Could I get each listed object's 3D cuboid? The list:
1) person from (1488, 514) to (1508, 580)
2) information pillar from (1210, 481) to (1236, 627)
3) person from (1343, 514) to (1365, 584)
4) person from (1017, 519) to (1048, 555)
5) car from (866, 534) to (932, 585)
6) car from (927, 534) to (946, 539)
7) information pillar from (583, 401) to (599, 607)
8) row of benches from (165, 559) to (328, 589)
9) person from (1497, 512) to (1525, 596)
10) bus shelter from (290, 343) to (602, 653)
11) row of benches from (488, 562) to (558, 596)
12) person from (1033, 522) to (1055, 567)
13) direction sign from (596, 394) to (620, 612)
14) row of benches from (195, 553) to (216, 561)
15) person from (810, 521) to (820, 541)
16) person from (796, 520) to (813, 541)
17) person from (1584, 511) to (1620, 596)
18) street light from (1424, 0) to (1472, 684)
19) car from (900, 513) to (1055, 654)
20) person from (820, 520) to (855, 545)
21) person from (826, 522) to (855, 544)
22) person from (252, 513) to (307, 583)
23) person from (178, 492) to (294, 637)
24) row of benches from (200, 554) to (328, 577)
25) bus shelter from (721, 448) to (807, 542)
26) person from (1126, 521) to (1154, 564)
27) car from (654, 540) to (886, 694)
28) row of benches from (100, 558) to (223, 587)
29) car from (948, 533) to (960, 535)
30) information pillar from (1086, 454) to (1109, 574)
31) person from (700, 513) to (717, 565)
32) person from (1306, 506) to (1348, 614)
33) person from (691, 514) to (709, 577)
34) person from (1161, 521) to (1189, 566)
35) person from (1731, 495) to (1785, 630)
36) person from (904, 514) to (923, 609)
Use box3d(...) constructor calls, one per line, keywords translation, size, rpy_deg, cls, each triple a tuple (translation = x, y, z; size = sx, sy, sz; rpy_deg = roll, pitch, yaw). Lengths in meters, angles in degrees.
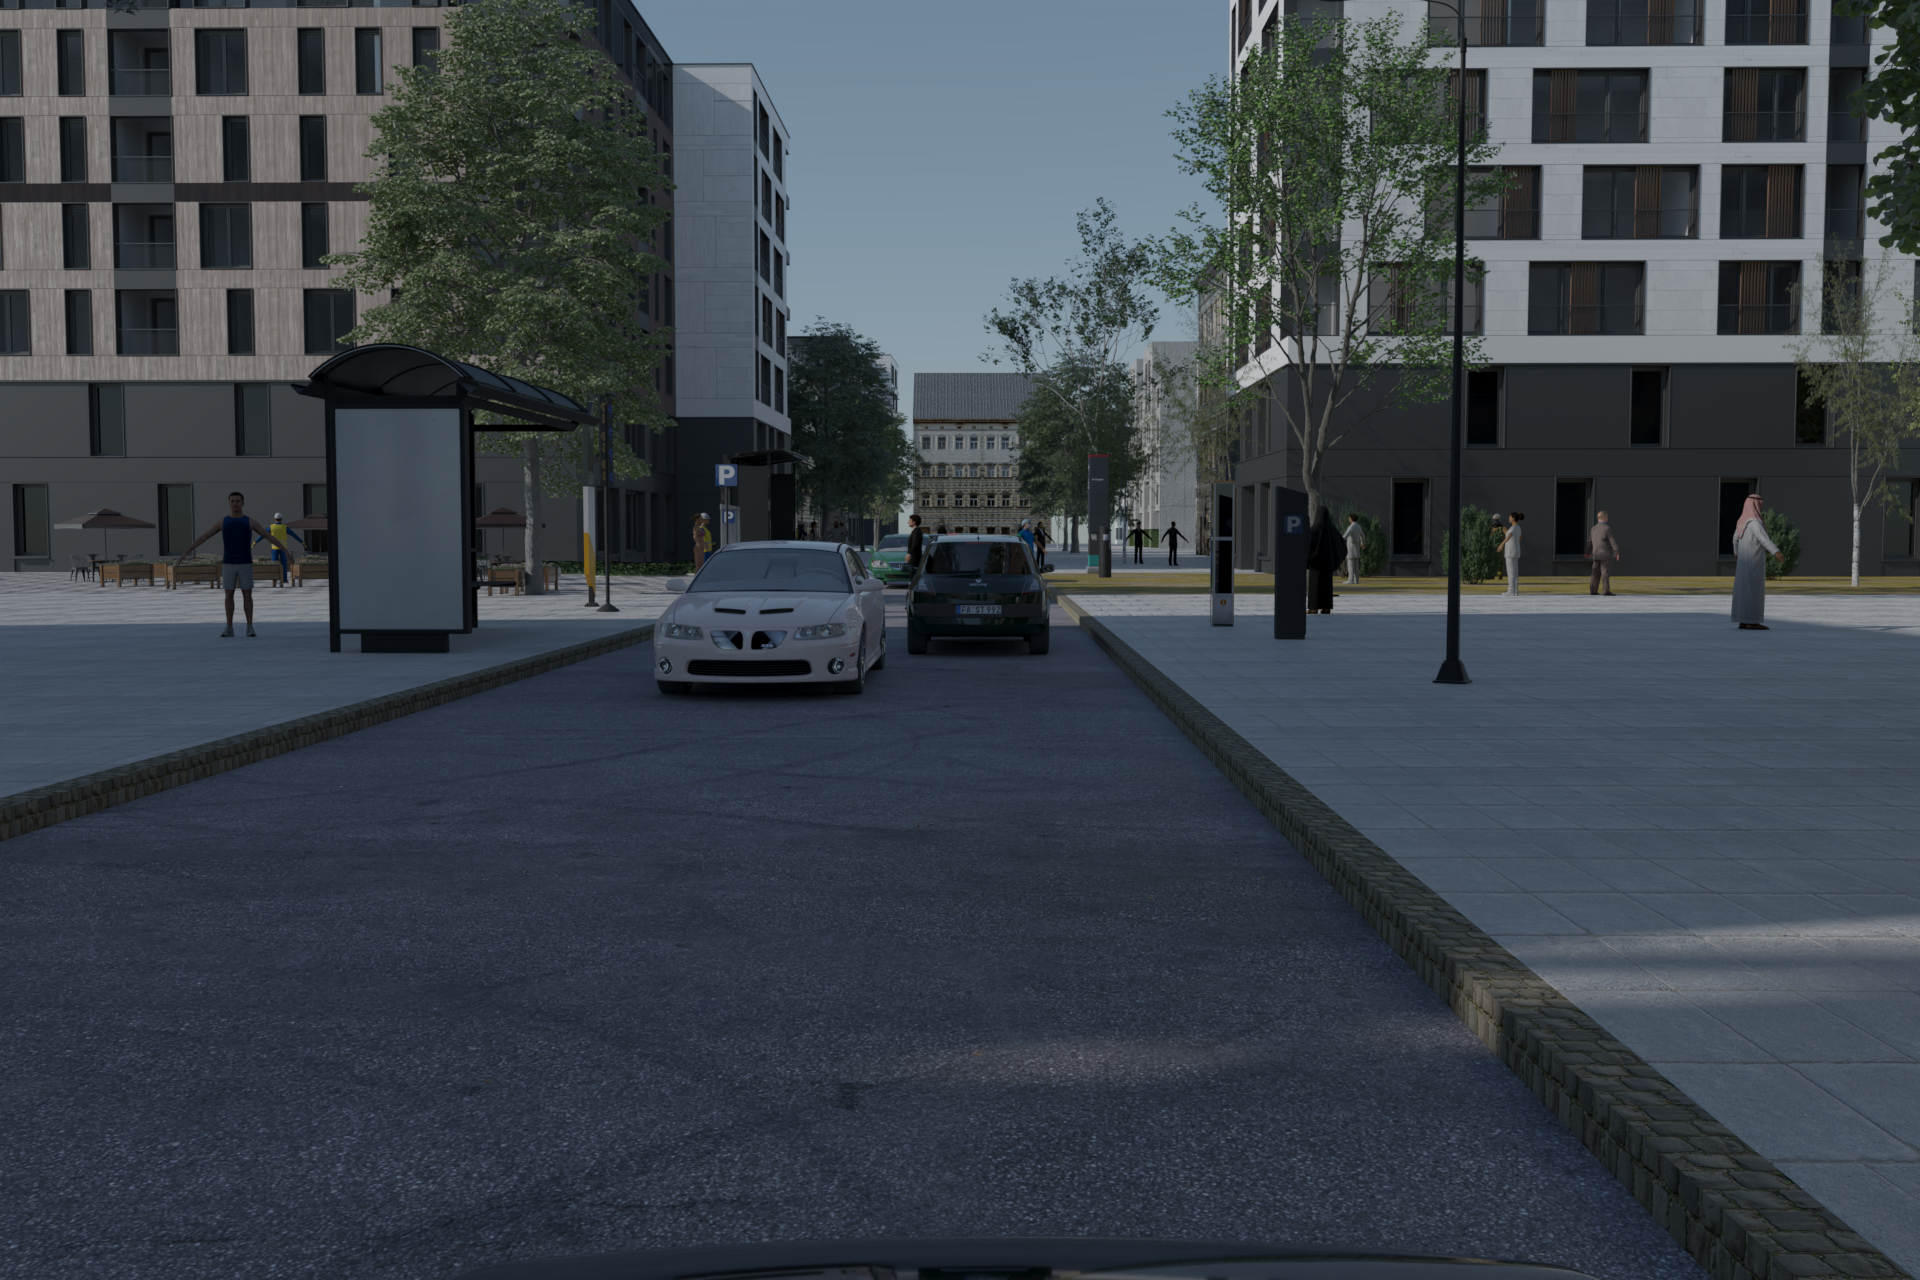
box3d(translation=(15.074, -2.625, 48.689), size=(1.354, 1.858, 0.705), rpy_deg=(3, 5, 39), cls="person")
box3d(translation=(3.648, -1.198, 24.074), size=(0.304, 2.012, 0.304), rpy_deg=(0, 4, 1), cls="information pillar")
box3d(translation=(10.092, -2.348, 44.568), size=(0.705, 1.806, 1.347), rpy_deg=(3, 5, 45), cls="person")
box3d(translation=(1.698, -2.135, 43.494), size=(0.704, 1.817, 1.347), rpy_deg=(3, 5, 42), cls="person")
box3d(translation=(-1.445, -2.162, 47.148), size=(2.131, 1.459, 4.920), rpy_deg=(0, 4, 1), cls="car")
box3d(translation=(-1.191, -4.717, 86.905), size=(2.009, 1.686, 4.222), rpy_deg=(0, 4, 1), cls="car")
box3d(translation=(-6.514, -2.390, 30.438), size=(0.183, 3.616, 0.504), rpy_deg=(0, 4, 2), cls="information pillar")
box3d(translation=(-16.801, -1.597, 41.576), size=(4.104, 0.672, 1.422), rpy_deg=(-3, 4, -38), cls="row of benches")
box3d(translation=(11.430, -1.790, 36.042), size=(0.721, 1.739, 1.217), rpy_deg=(2, 4, 35), cls="person")
box3d(translation=(-5.996, -1.663, 21.114), size=(2.014, 3.302, 5.546), rpy_deg=(0, 4, 2), cls="bus shelter")
box3d(translation=(-9.503, -1.362, 37.724), size=(1.422, 0.672, 4.104), rpy_deg=(0, 4, -1), cls="row of benches")
box3d(translation=(3.020, -3.485, 63.693), size=(1.216, 1.740, 0.721), rpy_deg=(-3, 5, -39), cls="person")
box3d(translation=(-5.821, -2.235, 28.538), size=(0.379, 3.537, 0.876), rpy_deg=(0, 4, 2), cls="direction sign")
box3d(translation=(-23.985, -2.426, 55.127), size=(1.422, 0.672, 4.104), rpy_deg=(-2, 4, -24), cls="row of benches")
box3d(translation=(-6.186, -4.142, 73.858), size=(0.704, 1.843, 1.345), rpy_deg=(1, 4, 13), cls="person")
box3d(translation=(-6.507, -3.994, 71.079), size=(1.354, 1.856, 0.705), rpy_deg=(3, 5, 43), cls="person")
box3d(translation=(13.396, -1.803, 36.072), size=(0.434, 1.755, 0.990), rpy_deg=(-1, 4, -18), cls="person")
box3d(translation=(4.794, -2.582, 14.763), size=(1.470, 5.913, 1.316), rpy_deg=(0, 4, 1), cls="street light")
box3d(translation=(0.225, -0.748, 22.013), size=(2.009, 1.686, 4.222), rpy_deg=(0, 4, 0), cls="car")
box3d(translation=(-4.533, -3.518, 63.644), size=(1.348, 1.813, 0.705), rpy_deg=(0, 4, 2), cls="person")
box3d(translation=(-4.954, -4.042, 72.360), size=(1.348, 1.796, 0.705), rpy_deg=(-2, 4, -29), cls="person")
box3d(translation=(-17.794, -2.404, 45.268), size=(1.349, 1.833, 0.705), rpy_deg=(-1, 4, -20), cls="person")
box3d(translation=(-9.029, -0.947, 21.644), size=(1.345, 1.807, 0.704), rpy_deg=(-1, 4, -16), cls="person")
box3d(translation=(-20.534, -2.202, 51.460), size=(4.104, 0.672, 1.422), rpy_deg=(-3, 5, -43), cls="row of benches")
box3d(translation=(-5.645, -3.627, 50.577), size=(1.731, 3.624, 6.357), rpy_deg=(0, 4, 1), cls="bus shelter")
box3d(translation=(7.714, -4.206, 74.696), size=(1.347, 1.837, 0.705), rpy_deg=(-1, 4, -14), cls="person")
box3d(translation=(-1.750, -0.286, 17.030), size=(2.083, 1.381, 4.827), rpy_deg=(0, 4, 1), cls="car")
box3d(translation=(-19.860, -1.739, 43.894), size=(1.422, 0.672, 4.104), rpy_deg=(1, 4, 22), cls="row of benches")
box3d(translation=(-0.312, -7.608, 133.437), size=(2.155, 1.783, 4.494), rpy_deg=(0, 4, 1), cls="car")
box3d(translation=(4.516, -4.107, 56.533), size=(0.750, 3.857, 0.750), rpy_deg=(0, 4, 0), cls="information pillar")
box3d(translation=(-5.902, -2.089, 40.627), size=(0.721, 1.772, 1.216), rpy_deg=(0, 4, 6), cls="person")
box3d(translation=(5.744, -1.284, 27.788), size=(1.214, 1.737, 0.721), rpy_deg=(-2, 4, -27), cls="person")
box3d(translation=(-5.722, -1.938, 38.483), size=(0.721, 1.733, 1.217), rpy_deg=(0, 4, 0), cls="person")
box3d(translation=(8.664, -3.915, 70.241), size=(1.346, 1.802, 0.704), rpy_deg=(3, 5, 42), cls="person")
box3d(translation=(10.686, -1.050, 23.307), size=(0.704, 1.811, 1.347), rpy_deg=(0, 4, 1), cls="person")
box3d(translation=(-0.887, -1.488, 32.967), size=(0.705, 1.806, 1.347), rpy_deg=(0, 4, 2), cls="person")
